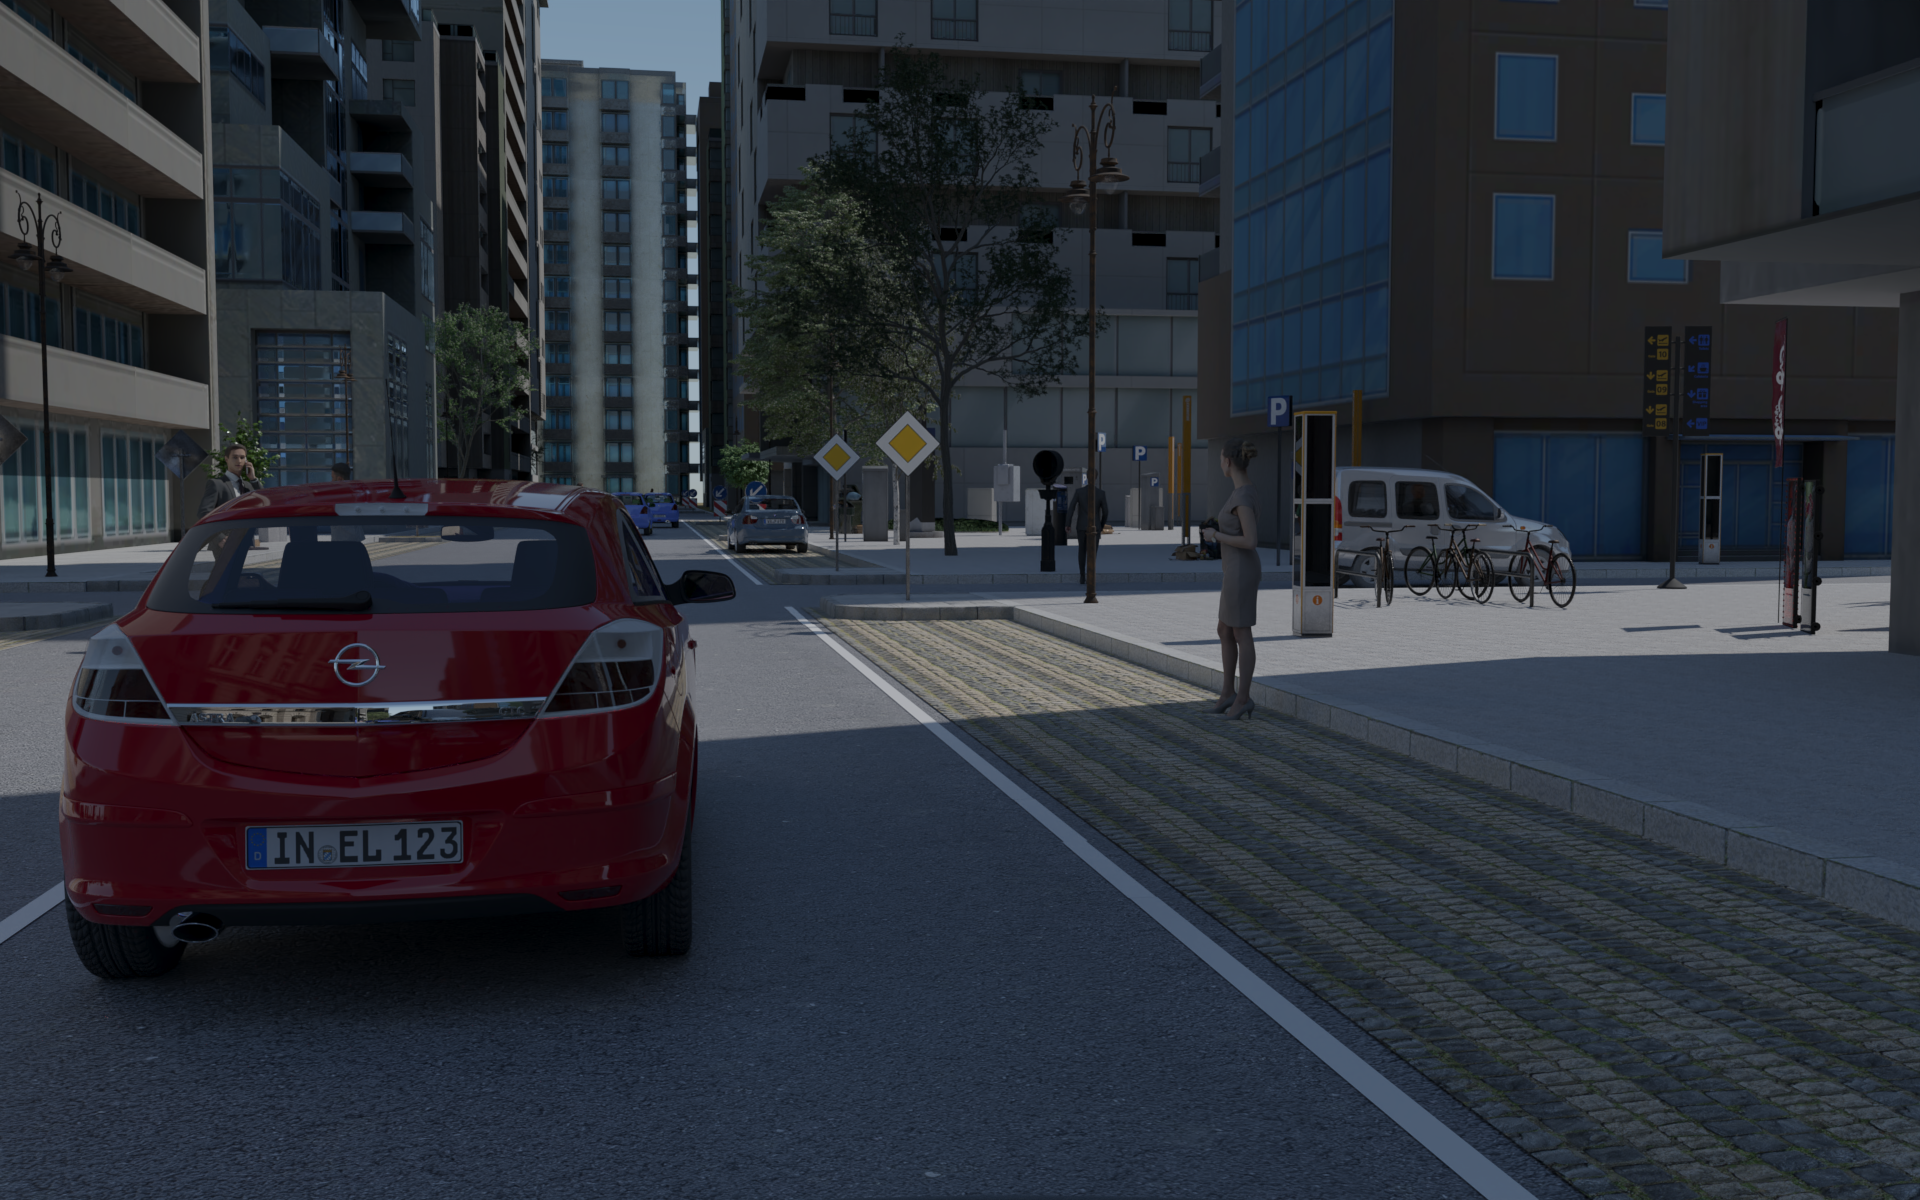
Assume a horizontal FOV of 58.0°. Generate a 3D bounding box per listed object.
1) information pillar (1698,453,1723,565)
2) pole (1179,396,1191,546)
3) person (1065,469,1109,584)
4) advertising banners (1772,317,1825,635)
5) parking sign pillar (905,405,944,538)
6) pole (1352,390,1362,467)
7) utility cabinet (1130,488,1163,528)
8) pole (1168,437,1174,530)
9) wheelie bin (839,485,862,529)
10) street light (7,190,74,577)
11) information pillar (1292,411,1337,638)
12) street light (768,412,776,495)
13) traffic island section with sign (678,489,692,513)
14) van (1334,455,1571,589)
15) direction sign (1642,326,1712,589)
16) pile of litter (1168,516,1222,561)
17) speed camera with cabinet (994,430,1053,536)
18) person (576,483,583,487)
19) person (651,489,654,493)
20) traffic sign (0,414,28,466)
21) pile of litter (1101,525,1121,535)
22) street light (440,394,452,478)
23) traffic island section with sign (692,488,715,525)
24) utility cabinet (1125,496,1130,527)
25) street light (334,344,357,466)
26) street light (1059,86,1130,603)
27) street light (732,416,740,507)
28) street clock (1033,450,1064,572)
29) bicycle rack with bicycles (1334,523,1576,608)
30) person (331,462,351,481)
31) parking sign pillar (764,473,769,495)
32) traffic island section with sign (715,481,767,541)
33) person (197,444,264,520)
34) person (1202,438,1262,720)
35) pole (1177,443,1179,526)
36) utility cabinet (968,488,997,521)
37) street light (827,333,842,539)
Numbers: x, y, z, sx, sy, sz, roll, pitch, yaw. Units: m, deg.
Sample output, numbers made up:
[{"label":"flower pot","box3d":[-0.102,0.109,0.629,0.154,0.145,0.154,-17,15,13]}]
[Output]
[{"label":"information pillar","box3d":[13.631,-1.649,31.461,0.304,2.012,0.304,0,4,8]},{"label":"pole","box3d":[4.705,-2.577,35.979,0.158,3.312,0.155,0,3,0]},{"label":"person","box3d":[2.024,-1.167,27.357,0.659,1.850,0.755,1,4,10]},{"label":"advertising banners","box3d":[8.019,-1.251,16.635,0.090,3.025,2.074,1,4,14]},{"label":"parking sign pillar","box3d":[-1.185,-3.825,51.008,1.447,3.967,1.447,-2,4,-25]},{"label":"pole","box3d":[7.786,-2.458,34.027,0.158,3.312,0.155,0,3,0]},{"label":"utility cabinet","box3d":[6.962,-3.430,64.756,1.173,1.500,0.318,-1,4,-11]},{"label":"pole","box3d":[7.519,-4.150,61.694,0.158,3.312,0.155,0,3,0]},{"label":"wheelie bin","box3d":[-3.630,-3.021,57.302,0.980,1.594,0.693,3,5,44]},{"label":"street light","box3d":[-14.117,-3.299,26.729,0.468,5.910,1.993,-1,4,-10]},{"label":"information pillar","box3d":[3.176,-0.676,15.548,0.304,2.012,0.304,0,4,-5]},{"label":"street light","box3d":[-8.345,-6.311,75.975,0.468,5.910,1.993,-1,4,-10]},{"label":"traffic island section with sign","box3d":[-19.999,-7.358,128.933,1.989,1.847,2.006,-1,4,-10]},{"label":"van","box3d":[7.316,-1.204,26.694,4.112,2.044,2.013,-1,4,-10]},{"label":"direction sign","box3d":[9.668,-1.921,23.413,0.876,3.537,0.379,0,4,3]},{"label":"pile of litter","box3d":[4.653,-1.223,33.968,1.719,0.858,1.176,-3,5,-42]},{"label":"speed camera with cabinet","box3d":[2.087,-3.620,53.528,2.038,3.252,0.660,2,4,24]},{"label":"person","box3d":[-12.078,-2.830,55.014,0.529,1.795,0.600,0,4,5]},{"label":"person","box3d":[-21.288,-6.799,119.687,0.705,1.821,1.348,-2,4,-27]},{"label":"traffic sign","box3d":[-10.670,-0.943,19.057,0.795,2.450,0.064,-1,4,-10]},{"label":"pile of litter","box3d":[4.384,-2.522,55.204,1.719,0.858,1.176,-1,4,-20]},{"label":"street light","box3d":[-23.710,-6.563,80.093,0.468,5.910,1.993,-1,4,-10]},{"label":"traffic island section with sign","box3d":[-11.223,-4.368,80.038,1.989,1.847,2.006,-1,4,-10]},{"label":"utility cabinet","box3d":[6.885,-3.394,66.652,1.020,1.237,0.306,-1,4,-14]},{"label":"street light","box3d":[-18.899,-4.931,53.413,0.468,5.910,1.993,-1,4,-10]},{"label":"street light","box3d":[1.542,-2.901,20.212,0.468,5.910,1.993,-1,4,-10]},{"label":"street light","box3d":[-13.226,-7.942,102.642,0.468,5.910,1.993,-1,4,-10]},{"label":"street clock","box3d":[1.454,-1.468,28.578,0.471,2.002,0.358,2,4,31]},{"label":"bicycle rack with bicycles","box3d":[5.679,-0.442,20.614,2.852,0.926,2.925,0,4,-2]},{"label":"person","box3d":[-7.271,-0.713,20.342,0.466,1.800,0.511,0,4,2]},{"label":"parking sign pillar","box3d":[-11.486,-6.954,102.166,1.447,3.967,1.447,-1,4,-14]},{"label":"traffic island section with sign","box3d":[-6.421,-2.732,53.302,1.989,1.847,2.006,-1,4,-10]},{"label":"person","box3d":[-6.765,-0.510,16.203,0.474,1.900,0.648,0,4,5]},{"label":"person","box3d":[1.712,-0.128,10.932,0.374,1.781,0.599,0,4,7]},{"label":"pole","box3d":[8.767,-4.611,69.234,0.158,3.312,0.155,0,3,0]},{"label":"utility cabinet","box3d":[0.829,-3.421,64.618,1.173,1.500,0.318,3,5,40]},{"label":"street light","box3d":[-3.628,-4.650,48.817,0.468,5.910,1.993,-1,4,-10]}]
